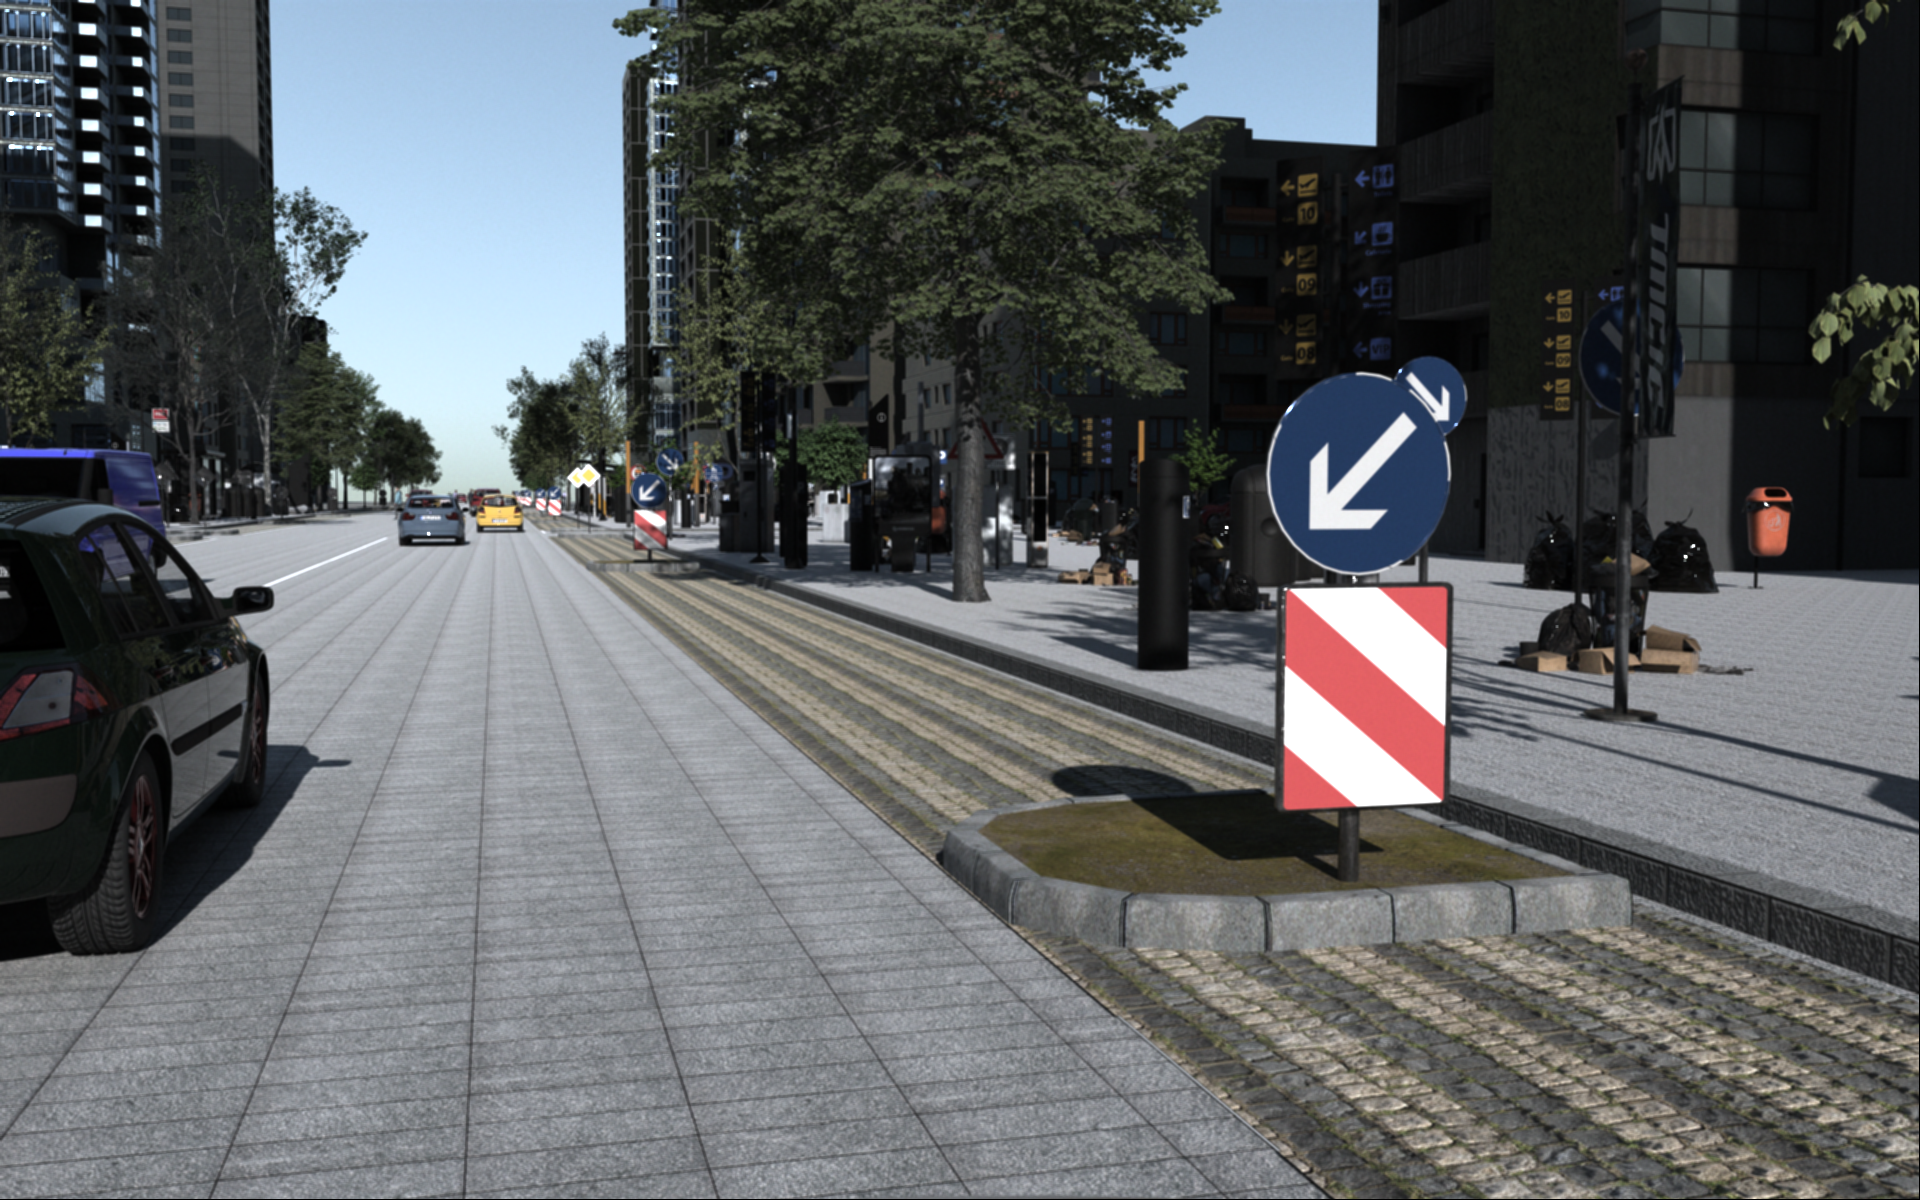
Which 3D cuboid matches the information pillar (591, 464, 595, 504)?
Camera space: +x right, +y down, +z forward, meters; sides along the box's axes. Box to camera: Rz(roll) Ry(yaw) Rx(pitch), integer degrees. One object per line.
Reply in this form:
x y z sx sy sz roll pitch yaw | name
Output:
-24.729 -7.687 117.041 0.504 3.616 0.183 -3 5 -44 | information pillar

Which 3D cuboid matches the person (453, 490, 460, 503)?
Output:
-49.637 -9.932 170.756 0.599 1.838 0.709 3 4 37 | person

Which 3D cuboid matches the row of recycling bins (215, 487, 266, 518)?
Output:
-39.829 -5.424 95.791 1.069 1.692 3.534 1 4 21 | row of recycling bins

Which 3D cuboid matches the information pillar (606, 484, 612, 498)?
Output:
-24.399 -7.096 120.512 0.304 2.012 0.304 1 4 12 | information pillar

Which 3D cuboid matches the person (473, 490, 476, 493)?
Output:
-38.818 -7.940 138.836 1.217 1.766 0.721 2 4 26 | person

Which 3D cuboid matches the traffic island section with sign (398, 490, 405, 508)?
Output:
-59.539 -10.725 183.988 1.989 1.847 2.006 -1 4 -15 | traffic island section with sign

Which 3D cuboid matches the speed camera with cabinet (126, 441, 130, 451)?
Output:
-31.651 -4.295 64.558 2.038 3.252 0.660 -3 5 -40 | speed camera with cabinet

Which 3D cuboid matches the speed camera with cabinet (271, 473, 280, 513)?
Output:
-46.580 -7.476 116.560 0.660 3.252 2.038 1 4 11 | speed camera with cabinet

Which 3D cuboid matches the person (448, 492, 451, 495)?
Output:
-80.393 -16.135 273.113 0.445 1.727 0.742 2 4 29 | person

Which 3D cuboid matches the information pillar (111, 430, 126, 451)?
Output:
-30.877 -4.418 63.581 0.504 3.616 0.183 0 4 -3 | information pillar

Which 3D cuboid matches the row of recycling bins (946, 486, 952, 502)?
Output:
-1.456 -4.994 88.772 1.069 1.692 3.534 -2 4 -32 | row of recycling bins

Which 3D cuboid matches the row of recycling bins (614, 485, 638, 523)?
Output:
-15.088 -4.348 78.204 1.069 1.692 3.534 -1 4 -16 | row of recycling bins

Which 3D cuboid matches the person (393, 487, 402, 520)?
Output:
-31.082 -5.359 95.980 0.748 1.841 0.638 1 4 10 | person

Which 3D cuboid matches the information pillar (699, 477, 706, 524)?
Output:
-11.042 -4.262 74.175 0.304 2.012 0.304 0 4 -5 | information pillar

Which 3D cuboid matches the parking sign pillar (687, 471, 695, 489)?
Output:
-19.677 -8.515 127.690 1.447 3.967 1.447 1 4 16 | parking sign pillar

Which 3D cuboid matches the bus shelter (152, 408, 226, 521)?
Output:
-37.239 -6.479 83.558 2.179 5.291 8.768 -1 4 -15 | bus shelter

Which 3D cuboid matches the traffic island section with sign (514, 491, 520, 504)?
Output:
-40.168 -9.282 160.388 1.989 1.847 2.006 -1 4 -15 | traffic island section with sign

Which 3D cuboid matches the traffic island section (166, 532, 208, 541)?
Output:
-24.651 -1.913 53.553 2.009 0.180 2.903 -1 4 -15 | traffic island section

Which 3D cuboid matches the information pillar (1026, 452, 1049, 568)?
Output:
1.343 -1.566 30.091 0.304 2.012 0.304 -1 4 -16 | information pillar

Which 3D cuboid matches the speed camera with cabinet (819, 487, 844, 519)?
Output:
-6.281 -5.801 89.175 2.038 3.252 0.660 -3 5 -43 | speed camera with cabinet

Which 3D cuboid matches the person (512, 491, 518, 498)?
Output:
-43.665 -9.782 169.148 1.217 1.735 0.721 1 4 12 | person

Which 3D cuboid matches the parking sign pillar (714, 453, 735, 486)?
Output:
-14.866 -7.391 109.307 1.447 3.967 1.447 -3 4 -36 | parking sign pillar

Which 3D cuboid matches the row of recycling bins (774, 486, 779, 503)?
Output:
-10.385 -5.086 90.270 1.069 1.692 3.534 -2 4 -35 | row of recycling bins

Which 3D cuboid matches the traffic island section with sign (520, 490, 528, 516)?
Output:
-27.264 -6.330 112.125 1.989 1.847 2.006 -1 4 -15 | traffic island section with sign

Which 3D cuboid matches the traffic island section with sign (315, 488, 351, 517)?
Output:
-39.610 -6.166 109.440 1.989 1.847 2.006 -1 4 -15 | traffic island section with sign

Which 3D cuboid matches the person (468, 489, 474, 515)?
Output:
-34.008 -6.856 120.767 0.661 1.801 0.590 3 4 38 | person

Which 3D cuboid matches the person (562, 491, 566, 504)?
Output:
-49.702 -12.788 217.450 0.709 1.838 0.599 -2 4 -31 | person

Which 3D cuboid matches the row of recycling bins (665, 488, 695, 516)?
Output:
-16.614 -5.726 100.727 3.534 1.692 1.069 0 4 -5 | row of recycling bins

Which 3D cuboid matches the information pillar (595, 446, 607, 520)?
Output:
-17.494 -5.708 84.682 0.183 3.616 0.504 2 4 26 | information pillar

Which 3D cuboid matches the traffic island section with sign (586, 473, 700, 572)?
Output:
-6.024 -1.471 32.674 1.989 1.847 2.006 -1 4 -15 | traffic island section with sign

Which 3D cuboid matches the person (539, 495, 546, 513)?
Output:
-30.617 -7.195 126.978 0.563 1.720 0.643 -2 4 -27 | person

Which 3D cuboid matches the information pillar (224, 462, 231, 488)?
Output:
-53.050 -8.204 125.482 0.504 3.616 0.183 1 4 13 | information pillar

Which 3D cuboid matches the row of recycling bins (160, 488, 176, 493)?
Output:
-53.232 -6.814 118.528 1.069 1.692 3.534 2 4 29 | row of recycling bins

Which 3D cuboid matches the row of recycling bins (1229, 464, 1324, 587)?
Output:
4.650 -1.116 25.368 1.069 1.692 3.534 1 4 22 | row of recycling bins

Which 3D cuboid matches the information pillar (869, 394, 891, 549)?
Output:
-1.887 -3.007 40.525 0.504 3.616 0.183 1 4 17 | information pillar

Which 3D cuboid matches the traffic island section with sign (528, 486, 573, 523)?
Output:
-20.167 -4.705 85.562 1.989 1.847 2.006 -1 4 -15 | traffic island section with sign

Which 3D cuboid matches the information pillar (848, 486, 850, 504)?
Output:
-5.044 -5.340 78.661 0.183 3.616 0.504 0 4 -1 | information pillar

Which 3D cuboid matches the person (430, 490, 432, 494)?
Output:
-57.549 -11.000 188.349 0.705 1.824 1.348 -1 4 -17 | person

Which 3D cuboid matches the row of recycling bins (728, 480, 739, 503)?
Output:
-6.776 -2.872 54.071 1.069 1.692 3.534 0 4 -4 | row of recycling bins

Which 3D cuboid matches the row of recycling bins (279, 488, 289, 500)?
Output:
-49.132 -7.256 125.746 3.534 1.692 1.069 -2 4 -34 | row of recycling bins

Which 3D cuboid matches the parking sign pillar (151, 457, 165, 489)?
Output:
-57.592 -8.327 124.619 1.447 3.967 1.447 2 4 27 | parking sign pillar

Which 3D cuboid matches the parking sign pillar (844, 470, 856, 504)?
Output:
-5.114 -5.655 80.929 1.447 3.967 1.447 -1 4 -13 | parking sign pillar

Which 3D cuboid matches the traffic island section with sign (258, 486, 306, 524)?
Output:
-32.638 -4.573 83.398 1.989 1.847 2.006 -1 4 -15 | traffic island section with sign

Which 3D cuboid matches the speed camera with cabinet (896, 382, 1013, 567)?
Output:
-0.098 -2.243 31.009 2.038 3.252 0.660 -1 4 -18 | speed camera with cabinet

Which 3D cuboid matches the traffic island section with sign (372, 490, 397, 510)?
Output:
-52.571 -9.133 157.945 1.989 1.847 2.006 -1 4 -15 | traffic island section with sign

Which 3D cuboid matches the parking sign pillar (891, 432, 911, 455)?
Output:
-2.554 -5.252 74.341 1.447 3.967 1.447 1 4 21 | parking sign pillar

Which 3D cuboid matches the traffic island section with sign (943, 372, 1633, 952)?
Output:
1.006 0.138 6.371 1.989 1.847 2.006 -1 4 -15 | traffic island section with sign

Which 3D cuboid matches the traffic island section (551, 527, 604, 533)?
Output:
-14.208 -2.588 64.593 2.009 0.180 2.903 -1 4 -15 | traffic island section

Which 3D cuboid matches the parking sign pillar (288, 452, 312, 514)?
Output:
-42.228 -7.478 110.735 1.447 3.967 1.447 -1 4 -12 | parking sign pillar

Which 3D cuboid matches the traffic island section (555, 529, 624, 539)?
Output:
-12.145 -2.116 56.878 2.009 0.180 2.903 -1 4 -15 | traffic island section

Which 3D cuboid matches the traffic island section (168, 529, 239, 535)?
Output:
-26.713 -2.385 61.268 2.009 0.180 2.903 -1 4 -15 | traffic island section
